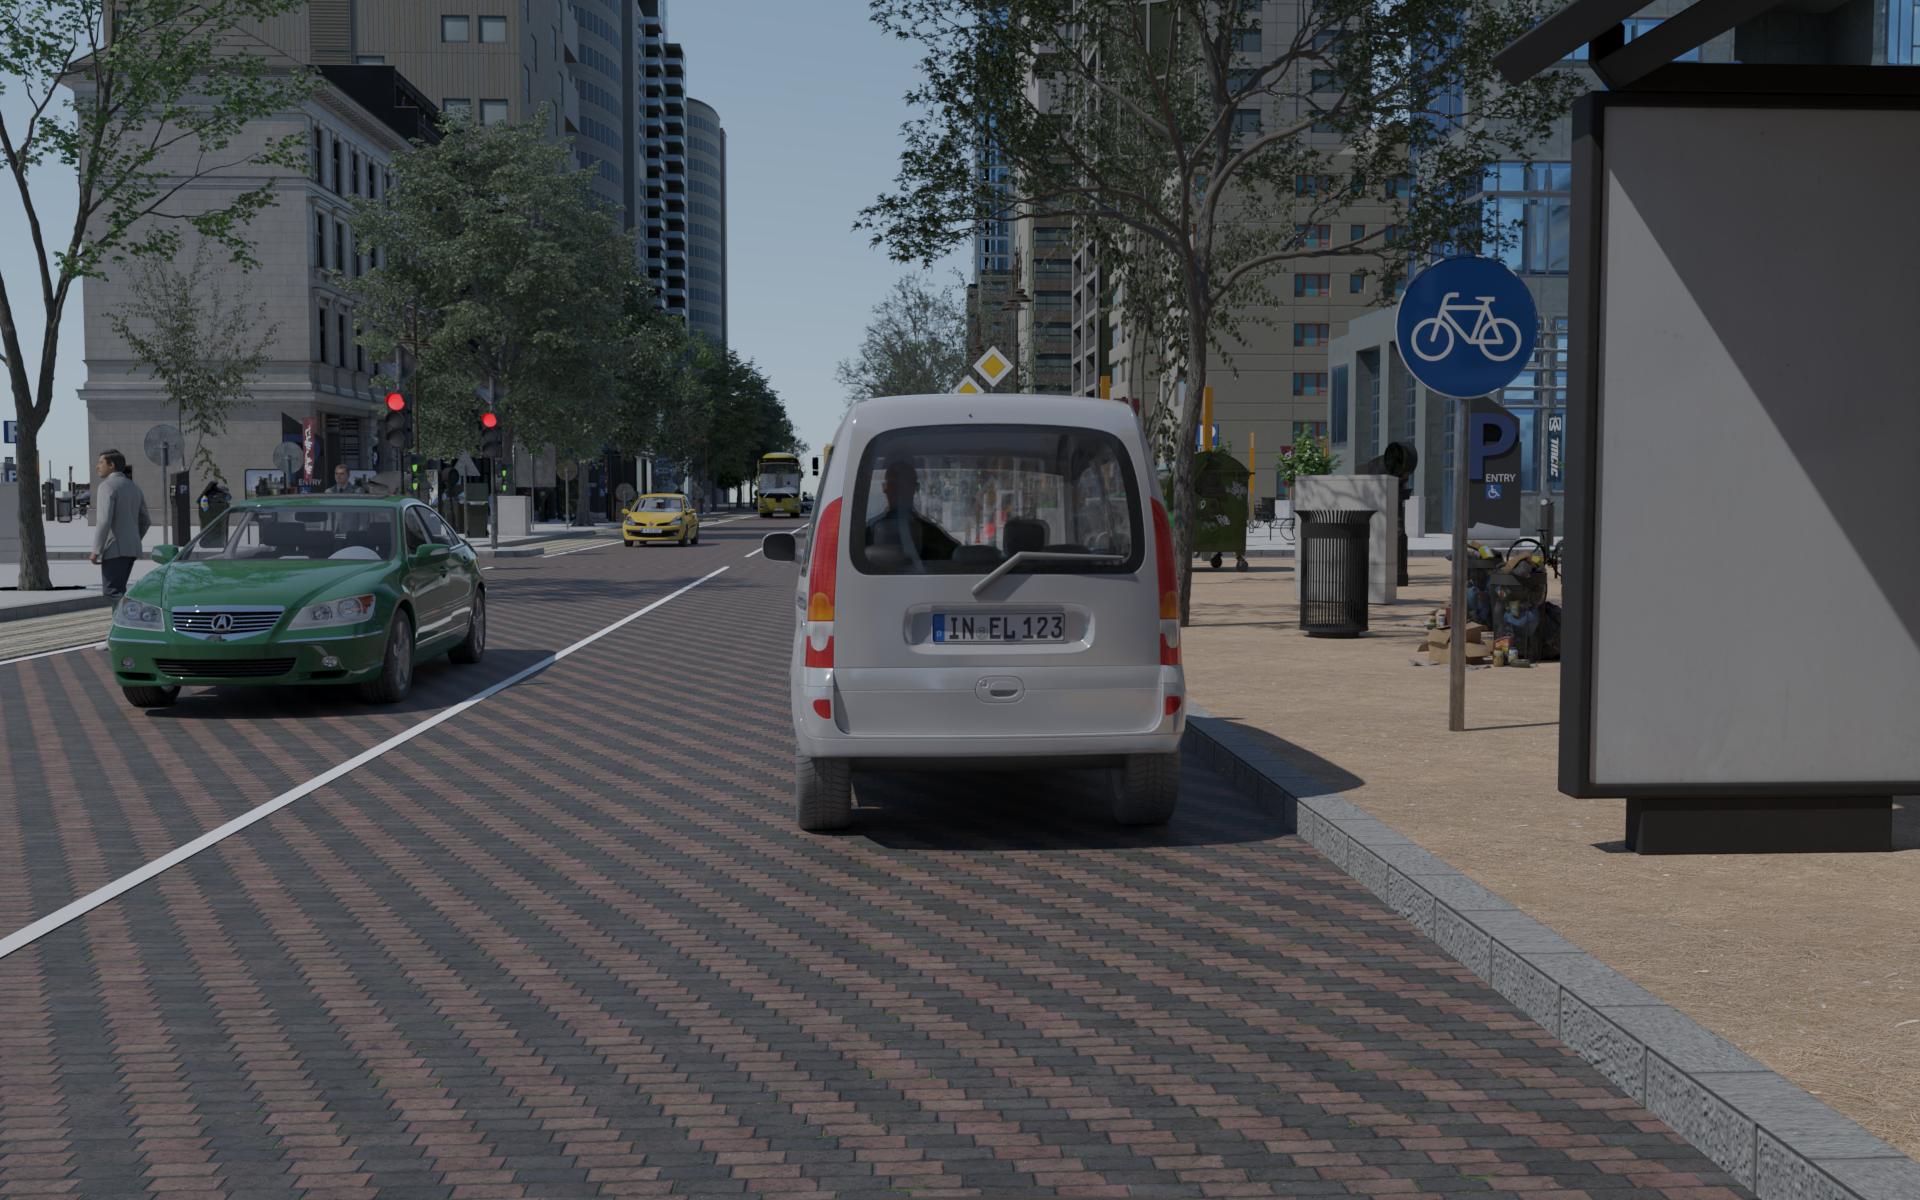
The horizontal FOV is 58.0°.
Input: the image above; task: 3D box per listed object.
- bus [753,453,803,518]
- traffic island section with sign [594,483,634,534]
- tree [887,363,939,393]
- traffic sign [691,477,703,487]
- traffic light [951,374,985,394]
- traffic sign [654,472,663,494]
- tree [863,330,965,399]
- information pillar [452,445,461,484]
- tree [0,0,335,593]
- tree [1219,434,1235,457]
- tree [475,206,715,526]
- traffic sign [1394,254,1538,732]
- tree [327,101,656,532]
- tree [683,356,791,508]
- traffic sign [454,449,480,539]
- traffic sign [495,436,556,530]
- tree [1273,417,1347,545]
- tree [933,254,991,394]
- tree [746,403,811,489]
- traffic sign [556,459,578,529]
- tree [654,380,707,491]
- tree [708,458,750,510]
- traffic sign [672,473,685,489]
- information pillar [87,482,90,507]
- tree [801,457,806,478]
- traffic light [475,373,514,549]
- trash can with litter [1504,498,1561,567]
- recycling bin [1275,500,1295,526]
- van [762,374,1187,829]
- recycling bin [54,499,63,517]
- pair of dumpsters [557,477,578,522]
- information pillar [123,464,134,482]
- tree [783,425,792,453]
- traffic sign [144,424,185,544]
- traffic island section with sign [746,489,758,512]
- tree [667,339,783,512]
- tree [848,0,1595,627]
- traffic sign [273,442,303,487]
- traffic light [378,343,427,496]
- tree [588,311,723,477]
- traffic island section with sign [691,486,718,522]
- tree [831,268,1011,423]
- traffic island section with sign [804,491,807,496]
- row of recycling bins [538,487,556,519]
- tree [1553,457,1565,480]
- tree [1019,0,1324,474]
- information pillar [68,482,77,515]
[{"bbox_3d":[-11.096,-7.061,106.992,2.896,3.916,12.252,0,4,-5],"label":"bus"},{"bbox_3d":[-12.081,-3.294,62.486,1.989,1.847,2.006,0,4,-3],"label":"traffic island section with sign"},{"bbox_3d":[-4.109,-14.127,147.990,9.611,12.733,9.660,0,3,0],"label":"tree"},{"bbox_3d":[-17.236,-6.878,113.640,0.795,2.450,0.064,0,4,4],"label":"traffic sign"},{"bbox_3d":[0.172,-3.174,40.823,0.839,4.253,0.868,0,4,-3],"label":"traffic light"},{"bbox_3d":[-18.128,-6.307,103.121,0.884,2.594,0.081,0,4,3],"label":"traffic sign"},{"bbox_3d":[-2.570,-11.173,108.427,9.928,11.665,9.643,0,3,0],"label":"tree"},{"bbox_3d":[-23.883,-5.555,82.183,0.183,3.616,0.504,2,4,26],"label":"information pillar"},{"bbox_3d":[-12.352,-5.942,22.904,9.928,11.665,9.643,0,3,0],"label":"tree"},{"bbox_3d":[7.749,-3.471,51.355,1.663,3.219,1.824,0,3,0],"label":"tree"},{"bbox_3d":[-15.005,-9.291,68.913,9.611,12.733,9.660,0,3,0],"label":"tree"},{"bbox_3d":[2.691,-0.563,9.305,0.768,2.556,0.104,0,4,0],"label":"traffic sign"},{"bbox_3d":[-14.728,-9.099,55.421,9.857,13.997,8.962,0,3,0],"label":"tree"},{"bbox_3d":[-20.431,-15.444,159.170,9.857,13.997,8.962,0,3,0],"label":"tree"},{"bbox_3d":[-14.216,-3.044,49.768,0.884,2.594,0.081,0,4,4],"label":"traffic sign"},{"bbox_3d":[-15.388,-4.109,61.052,2.265,3.308,0.079,0,4,1],"label":"traffic sign"},{"bbox_3d":[8.626,-2.995,43.570,1.663,3.219,1.824,0,3,0],"label":"tree"},{"bbox_3d":[0.976,-6.299,53.350,4.360,8.622,3.978,0,3,0],"label":"tree"},{"bbox_3d":[-22.954,-18.046,212.051,9.611,12.733,9.660,0,3,0],"label":"tree"},{"bbox_3d":[-14.303,-3.850,63.060,0.768,2.556,0.104,0,4,-2],"label":"traffic sign"},{"bbox_3d":[-17.336,-9.535,106.257,4.360,8.622,3.978,0,3,0],"label":"tree"},{"bbox_3d":[-18.305,-9.348,136.554,4.285,4.588,4.351,0,3,0],"label":"tree"},{"bbox_3d":[-16.628,-6.261,102.474,0.768,2.556,0.104,0,4,-1],"label":"traffic sign"},{"bbox_3d":[-55.128,-6.444,109.853,0.304,2.012,0.304,-3,5,-45],"label":"information pillar"},{"bbox_3d":[-25.582,-19.202,264.313,4.737,8.622,4.395,0,3,0],"label":"tree"},{"bbox_3d":[-10.822,-3.137,40.211,0.839,4.253,0.868,0,4,-3],"label":"traffic light"},{"bbox_3d":[10.612,-1.251,31.516,1.678,1.210,2.233,1,4,13],"label":"trash can with litter"},{"bbox_3d":[13.152,-3.490,69.614,0.722,1.027,0.722,-3,5,-44],"label":"recycling bin"},{"bbox_3d":[-0.012,-0.111,8.821,2.013,2.044,4.112,0,4,-5],"label":"van"},{"bbox_3d":[-50.944,-5.192,97.439,0.722,1.027,0.722,3,5,45],"label":"recycling bin"},{"bbox_3d":[-18.184,-4.903,82.657,1.574,2.255,4.437,0,4,-3],"label":"pair of dumpsters"},{"bbox_3d":[-20.388,-2.318,42.387,0.304,2.012,0.304,-3,4,-36],"label":"information pillar"},{"bbox_3d":[-20.474,-15.562,172.571,7.486,12.596,7.792,0,3,0],"label":"tree"},{"bbox_3d":[-14.501,-1.924,31.569,0.768,2.556,0.104,0,4,5],"label":"traffic sign"},{"bbox_3d":[-16.311,-8.050,140.245,1.989,1.847,2.006,0,4,-3],"label":"traffic island section with sign"},{"bbox_3d":[-17.595,-12.758,126.726,7.486,12.596,7.792,0,3,0],"label":"tree"},{"bbox_3d":[2.390,-5.009,16.308,7.601,10.594,8.767,1,4,20],"label":"tree"},{"bbox_3d":[-16.357,-2.574,42.198,0.768,2.556,0.104,0,4,2],"label":"traffic sign"},{"bbox_3d":[-10.388,-2.649,32.238,0.839,4.253,0.868,0,4,-3],"label":"traffic light"},{"bbox_3d":[-17.074,-10.372,95.339,9.928,11.665,9.643,0,3,0],"label":"tree"},{"bbox_3d":[-13.560,-4.961,89.734,1.989,1.847,2.006,0,4,-3],"label":"traffic island section with sign"},{"bbox_3d":[-2.151,-11.305,95.201,12.009,13.543,11.850,0,3,0],"label":"tree"},{"bbox_3d":[-22.261,-14.735,249.541,1.989,1.847,2.006,0,4,-3],"label":"traffic island section with sign"},{"bbox_3d":[-21.566,-4.869,86.728,1.069,1.692,3.534,2,4,24],"label":"row of recycling bins"},{"bbox_3d":[16.578,-3.102,45.324,1.663,3.219,1.824,0,3,0],"label":"tree"},{"bbox_3d":[2.804,-4.512,24.138,4.360,8.622,3.978,0,3,0],"label":"tree"},{"bbox_3d":[-53.310,-6.086,103.994,0.304,2.012,0.304,1,4,14],"label":"information pillar"}]
